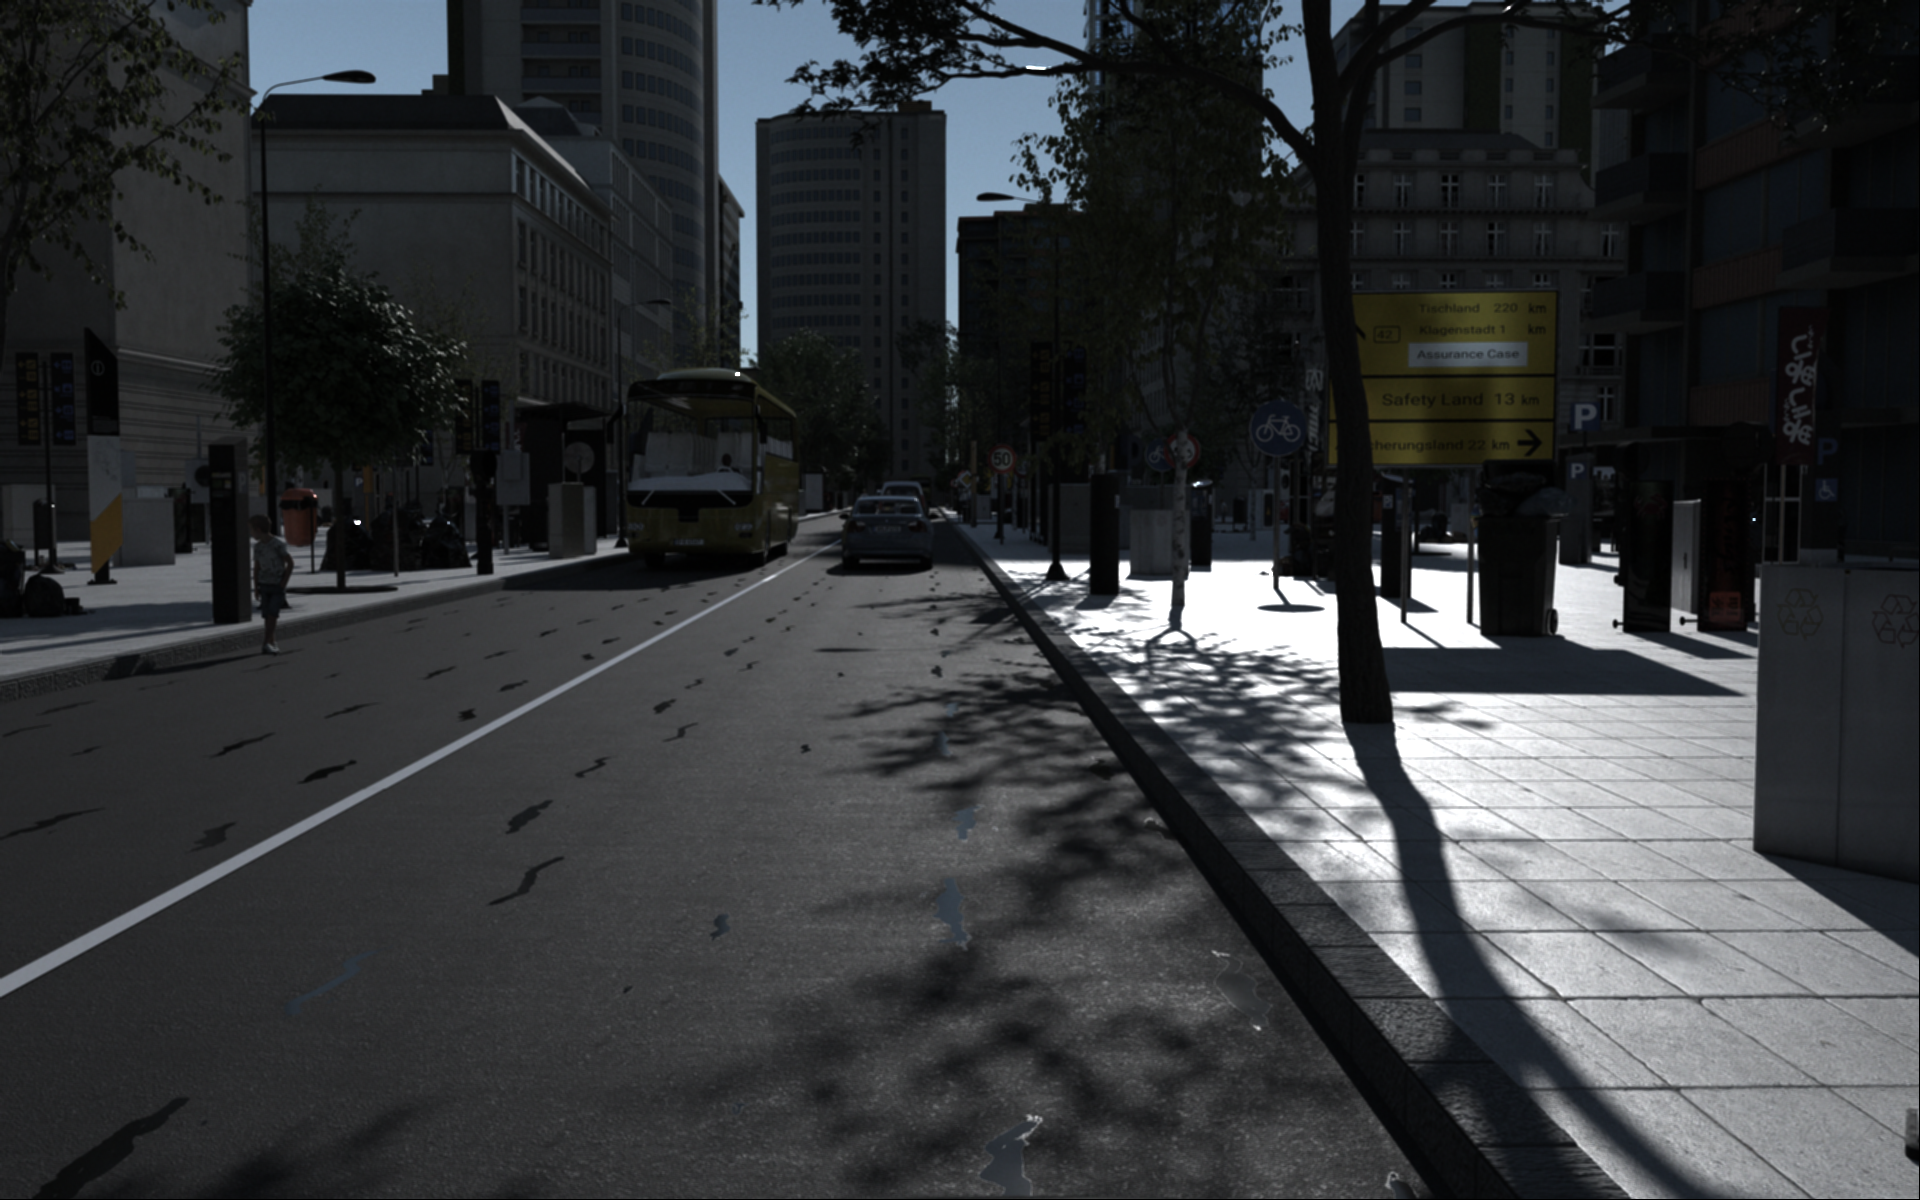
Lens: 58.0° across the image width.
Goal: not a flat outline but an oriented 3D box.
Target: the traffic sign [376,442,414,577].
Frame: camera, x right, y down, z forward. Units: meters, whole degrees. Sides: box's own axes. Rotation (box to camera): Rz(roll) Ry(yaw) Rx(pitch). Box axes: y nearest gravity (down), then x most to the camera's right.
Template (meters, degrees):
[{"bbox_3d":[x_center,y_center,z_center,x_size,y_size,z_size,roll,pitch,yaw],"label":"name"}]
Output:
[{"bbox_3d":[-8.760,-1.512,26.856,0.606,2.300,0.079,0,4,2],"label":"traffic sign"}]

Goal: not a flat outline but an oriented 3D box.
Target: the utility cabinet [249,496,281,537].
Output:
[{"bbox_3d":[-21.111,-2.524,52.426,1.020,1.237,0.306,-1,4,-18],"label":"utility cabinet"}]

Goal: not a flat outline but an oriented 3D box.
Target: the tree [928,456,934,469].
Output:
[{"bbox_3d":[-1.623,-16.463,219.534,4.360,8.622,3.978,0,3,0],"label":"tree"}]

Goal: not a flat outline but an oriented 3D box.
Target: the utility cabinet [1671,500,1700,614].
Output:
[{"bbox_3d":[8.069,-0.481,19.028,0.306,1.237,1.020,1,4,11],"label":"utility cabinet"}]

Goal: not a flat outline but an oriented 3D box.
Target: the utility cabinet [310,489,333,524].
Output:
[{"bbox_3d":[-26.851,-3.891,72.302,1.173,1.500,0.318,-2,4,-33],"label":"utility cabinet"}]

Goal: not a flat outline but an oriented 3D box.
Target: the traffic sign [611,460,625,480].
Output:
[{"bbox_3d":[-12.568,-3.929,64.349,0.768,2.556,0.104,0,4,-1],"label":"traffic sign"}]

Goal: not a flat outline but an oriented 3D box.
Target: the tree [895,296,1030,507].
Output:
[{"bbox_3d":[0.517,-18.895,164.825,12.611,20.169,13.585,0,3,0],"label":"tree"}]

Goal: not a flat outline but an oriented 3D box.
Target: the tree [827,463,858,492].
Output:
[{"bbox_3d":[-11.561,-11.376,169.712,4.285,4.588,4.351,0,3,0],"label":"tree"}]

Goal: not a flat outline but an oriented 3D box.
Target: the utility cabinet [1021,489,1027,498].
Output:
[{"bbox_3d":[3.395,-4.358,79.930,1.173,1.500,0.318,-2,4,-33],"label":"utility cabinet"}]

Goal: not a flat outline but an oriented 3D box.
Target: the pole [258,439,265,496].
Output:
[{"bbox_3d":[-25.955,-4.315,64.396,0.158,3.312,0.155,0,3,0],"label":"pole"}]

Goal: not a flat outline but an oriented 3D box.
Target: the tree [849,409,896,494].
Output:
[{"bbox_3d":[-11.954,-18.937,227.739,7.486,12.596,7.792,0,3,0],"label":"tree"}]

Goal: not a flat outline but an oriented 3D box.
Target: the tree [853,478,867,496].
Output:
[{"bbox_3d":[-11.719,-12.944,206.243,1.663,3.219,1.824,0,3,0],"label":"tree"}]

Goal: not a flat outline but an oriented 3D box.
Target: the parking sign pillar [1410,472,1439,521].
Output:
[{"bbox_3d":[22.049,-5.719,81.984,1.447,3.967,1.447,-2,4,-25],"label":"parking sign pillar"}]

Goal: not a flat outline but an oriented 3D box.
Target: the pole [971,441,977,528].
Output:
[{"bbox_3d":[0.523,-4.433,66.321,0.158,3.312,0.155,0,3,0],"label":"pole"}]

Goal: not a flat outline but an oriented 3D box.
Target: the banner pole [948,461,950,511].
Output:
[{"bbox_3d":[-0.823,-8.552,129.849,0.401,3.779,0.863,0,4,7],"label":"banner pole"}]

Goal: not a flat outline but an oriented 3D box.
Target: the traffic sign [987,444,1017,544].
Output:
[{"bbox_3d":[1.064,-2.687,44.030,0.768,2.556,0.104,0,4,-1],"label":"traffic sign"}]

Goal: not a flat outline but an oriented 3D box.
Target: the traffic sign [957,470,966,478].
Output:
[{"bbox_3d":[0.238,-5.673,92.855,0.768,2.556,0.104,0,3,0],"label":"traffic sign"}]

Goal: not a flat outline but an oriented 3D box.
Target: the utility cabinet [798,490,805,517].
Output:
[{"bbox_3d":[-9.115,-5.418,97.268,0.318,1.500,1.173,2,4,28],"label":"utility cabinet"}]

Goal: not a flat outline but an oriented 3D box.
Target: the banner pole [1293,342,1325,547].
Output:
[{"bbox_3d":[5.752,-2.369,28.754,0.863,3.779,0.401,-2,4,-32],"label":"banner pole"}]

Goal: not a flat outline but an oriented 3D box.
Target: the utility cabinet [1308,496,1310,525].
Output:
[{"bbox_3d":[14.347,-3.511,68.571,1.020,1.237,0.306,0,4,8],"label":"utility cabinet"}]

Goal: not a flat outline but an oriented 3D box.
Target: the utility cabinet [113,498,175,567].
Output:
[{"bbox_3d":[-14.657,-1.218,31.077,0.306,1.237,1.020,3,4,36],"label":"utility cabinet"}]

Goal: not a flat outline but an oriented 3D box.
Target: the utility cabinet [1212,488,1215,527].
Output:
[{"bbox_3d":[9.132,-3.513,66.119,1.173,1.500,0.318,2,4,29],"label":"utility cabinet"}]

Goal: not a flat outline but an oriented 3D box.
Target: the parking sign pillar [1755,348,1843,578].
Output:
[{"bbox_3d":[12.909,-2.326,26.501,1.447,3.967,1.447,0,4,-4],"label":"parking sign pillar"}]

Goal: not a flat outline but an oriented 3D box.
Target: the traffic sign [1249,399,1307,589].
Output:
[{"bbox_3d":[4.294,-1.428,23.450,0.768,2.556,0.104,0,4,4],"label":"traffic sign"}]

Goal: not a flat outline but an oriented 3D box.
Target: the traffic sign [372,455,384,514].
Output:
[{"bbox_3d":[-11.294,-2.061,33.801,0.768,2.556,0.104,0,4,4],"label":"traffic sign"}]

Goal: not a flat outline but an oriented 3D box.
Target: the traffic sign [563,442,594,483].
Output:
[{"bbox_3d":[-9.333,-2.587,42.399,0.768,2.556,0.104,0,4,0],"label":"traffic sign"}]

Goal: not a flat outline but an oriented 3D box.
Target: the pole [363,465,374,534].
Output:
[{"bbox_3d":[-12.987,-2.701,37.997,0.158,3.312,0.155,0,3,0],"label":"pole"}]

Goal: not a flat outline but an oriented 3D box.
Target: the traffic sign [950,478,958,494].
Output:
[{"bbox_3d":[-0.413,-8.503,139.124,0.768,2.556,0.104,0,4,3],"label":"traffic sign"}]

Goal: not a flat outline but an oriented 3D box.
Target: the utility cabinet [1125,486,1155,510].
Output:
[{"bbox_3d":[5.133,-2.369,47.411,1.173,1.500,0.318,0,4,-2],"label":"utility cabinet"}]

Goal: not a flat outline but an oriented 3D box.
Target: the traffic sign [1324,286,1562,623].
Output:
[{"bbox_3d":[4.759,-1.426,17.184,2.265,3.308,0.079,0,4,6],"label":"traffic sign"}]

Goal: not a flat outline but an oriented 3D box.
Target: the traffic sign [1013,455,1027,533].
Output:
[{"bbox_3d":[2.082,-3.439,56.335,0.768,2.556,0.104,0,3,0],"label":"traffic sign"}]

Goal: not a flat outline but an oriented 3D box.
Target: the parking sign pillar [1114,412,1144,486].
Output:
[{"bbox_3d":[5.563,-4.190,56.972,1.447,3.967,1.447,2,4,34],"label":"parking sign pillar"}]

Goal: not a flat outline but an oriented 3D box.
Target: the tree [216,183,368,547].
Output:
[{"bbox_3d":[-15.940,-5.590,41.756,4.737,8.622,4.395,0,3,0],"label":"tree"}]

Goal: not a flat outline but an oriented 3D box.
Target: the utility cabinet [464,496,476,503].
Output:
[{"bbox_3d":[-19.628,-3.581,69.711,1.020,1.237,0.306,1,4,14],"label":"utility cabinet"}]

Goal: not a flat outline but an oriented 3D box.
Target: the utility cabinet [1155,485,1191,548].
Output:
[{"bbox_3d":[5.274,-1.968,40.852,1.173,1.500,0.318,1,4,11],"label":"utility cabinet"}]

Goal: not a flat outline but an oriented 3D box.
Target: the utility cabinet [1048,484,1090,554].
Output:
[{"bbox_3d":[2.460,-1.733,37.017,1.173,1.500,0.318,2,4,32],"label":"utility cabinet"}]

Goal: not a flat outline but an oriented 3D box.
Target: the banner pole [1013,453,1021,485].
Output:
[{"bbox_3d":[3.095,-6.309,93.168,0.401,3.779,0.863,3,5,41],"label":"banner pole"}]

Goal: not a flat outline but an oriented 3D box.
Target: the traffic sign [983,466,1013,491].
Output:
[{"bbox_3d":[2.836,-8.144,127.023,2.265,3.308,0.079,0,4,5],"label":"traffic sign"}]

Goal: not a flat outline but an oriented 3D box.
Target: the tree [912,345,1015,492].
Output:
[{"bbox_3d":[0.230,-11.994,121.857,9.928,11.665,9.643,0,3,0],"label":"tree"}]

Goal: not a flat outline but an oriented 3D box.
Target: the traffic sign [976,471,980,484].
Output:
[{"bbox_3d":[0.767,-5.470,89.433,0.884,2.594,0.081,0,4,2],"label":"traffic sign"}]

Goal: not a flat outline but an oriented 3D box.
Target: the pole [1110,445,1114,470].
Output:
[{"bbox_3d":[6.337,-4.780,71.997,0.158,3.312,0.155,0,3,0],"label":"pole"}]

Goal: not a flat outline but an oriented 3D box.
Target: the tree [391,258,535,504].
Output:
[{"bbox_3d":[-16.058,-6.314,53.600,4.360,8.622,3.978,0,3,0],"label":"tree"}]

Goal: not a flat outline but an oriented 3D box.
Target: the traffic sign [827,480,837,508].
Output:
[{"bbox_3d":[-10.251,-8.508,139.106,0.884,2.594,0.081,0,4,4],"label":"traffic sign"}]

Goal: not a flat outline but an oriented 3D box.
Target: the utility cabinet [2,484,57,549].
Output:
[{"bbox_3d":[-21.408,-1.905,39.833,0.318,1.500,1.173,1,4,21],"label":"utility cabinet"}]

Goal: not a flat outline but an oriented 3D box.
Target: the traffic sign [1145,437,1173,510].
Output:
[{"bbox_3d":[4.528,-2.366,38.792,0.768,2.556,0.104,0,4,6],"label":"traffic sign"}]

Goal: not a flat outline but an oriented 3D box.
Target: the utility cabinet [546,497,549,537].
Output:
[{"bbox_3d":[-9.501,-1.885,41.980,1.020,1.237,0.306,1,4,15],"label":"utility cabinet"}]

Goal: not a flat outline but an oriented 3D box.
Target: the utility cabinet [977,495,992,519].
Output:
[{"bbox_3d":[1.089,-4.683,87.723,1.020,1.237,0.306,1,4,20],"label":"utility cabinet"}]

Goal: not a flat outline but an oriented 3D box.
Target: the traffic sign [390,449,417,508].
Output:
[{"bbox_3d":[-12.729,-2.403,39.397,0.768,2.556,0.104,1,4,8],"label":"traffic sign"}]

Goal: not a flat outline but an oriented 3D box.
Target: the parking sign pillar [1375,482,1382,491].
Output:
[{"bbox_3d":[20.948,-5.986,86.349,1.447,3.967,1.447,2,4,35],"label":"parking sign pillar"}]

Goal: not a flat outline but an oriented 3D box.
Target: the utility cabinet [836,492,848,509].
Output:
[{"bbox_3d":[-10.257,-8.643,149.999,0.318,1.500,1.173,3,5,43],"label":"utility cabinet"}]

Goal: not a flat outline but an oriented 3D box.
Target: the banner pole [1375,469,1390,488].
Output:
[{"bbox_3d":[34.381,-9.255,141.334,0.401,3.779,0.863,-3,5,-42],"label":"banner pole"}]

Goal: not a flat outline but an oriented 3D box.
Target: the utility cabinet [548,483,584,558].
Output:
[{"bbox_3d":[-7.885,-1.588,34.649,0.318,1.500,1.173,0,4,8],"label":"utility cabinet"}]
